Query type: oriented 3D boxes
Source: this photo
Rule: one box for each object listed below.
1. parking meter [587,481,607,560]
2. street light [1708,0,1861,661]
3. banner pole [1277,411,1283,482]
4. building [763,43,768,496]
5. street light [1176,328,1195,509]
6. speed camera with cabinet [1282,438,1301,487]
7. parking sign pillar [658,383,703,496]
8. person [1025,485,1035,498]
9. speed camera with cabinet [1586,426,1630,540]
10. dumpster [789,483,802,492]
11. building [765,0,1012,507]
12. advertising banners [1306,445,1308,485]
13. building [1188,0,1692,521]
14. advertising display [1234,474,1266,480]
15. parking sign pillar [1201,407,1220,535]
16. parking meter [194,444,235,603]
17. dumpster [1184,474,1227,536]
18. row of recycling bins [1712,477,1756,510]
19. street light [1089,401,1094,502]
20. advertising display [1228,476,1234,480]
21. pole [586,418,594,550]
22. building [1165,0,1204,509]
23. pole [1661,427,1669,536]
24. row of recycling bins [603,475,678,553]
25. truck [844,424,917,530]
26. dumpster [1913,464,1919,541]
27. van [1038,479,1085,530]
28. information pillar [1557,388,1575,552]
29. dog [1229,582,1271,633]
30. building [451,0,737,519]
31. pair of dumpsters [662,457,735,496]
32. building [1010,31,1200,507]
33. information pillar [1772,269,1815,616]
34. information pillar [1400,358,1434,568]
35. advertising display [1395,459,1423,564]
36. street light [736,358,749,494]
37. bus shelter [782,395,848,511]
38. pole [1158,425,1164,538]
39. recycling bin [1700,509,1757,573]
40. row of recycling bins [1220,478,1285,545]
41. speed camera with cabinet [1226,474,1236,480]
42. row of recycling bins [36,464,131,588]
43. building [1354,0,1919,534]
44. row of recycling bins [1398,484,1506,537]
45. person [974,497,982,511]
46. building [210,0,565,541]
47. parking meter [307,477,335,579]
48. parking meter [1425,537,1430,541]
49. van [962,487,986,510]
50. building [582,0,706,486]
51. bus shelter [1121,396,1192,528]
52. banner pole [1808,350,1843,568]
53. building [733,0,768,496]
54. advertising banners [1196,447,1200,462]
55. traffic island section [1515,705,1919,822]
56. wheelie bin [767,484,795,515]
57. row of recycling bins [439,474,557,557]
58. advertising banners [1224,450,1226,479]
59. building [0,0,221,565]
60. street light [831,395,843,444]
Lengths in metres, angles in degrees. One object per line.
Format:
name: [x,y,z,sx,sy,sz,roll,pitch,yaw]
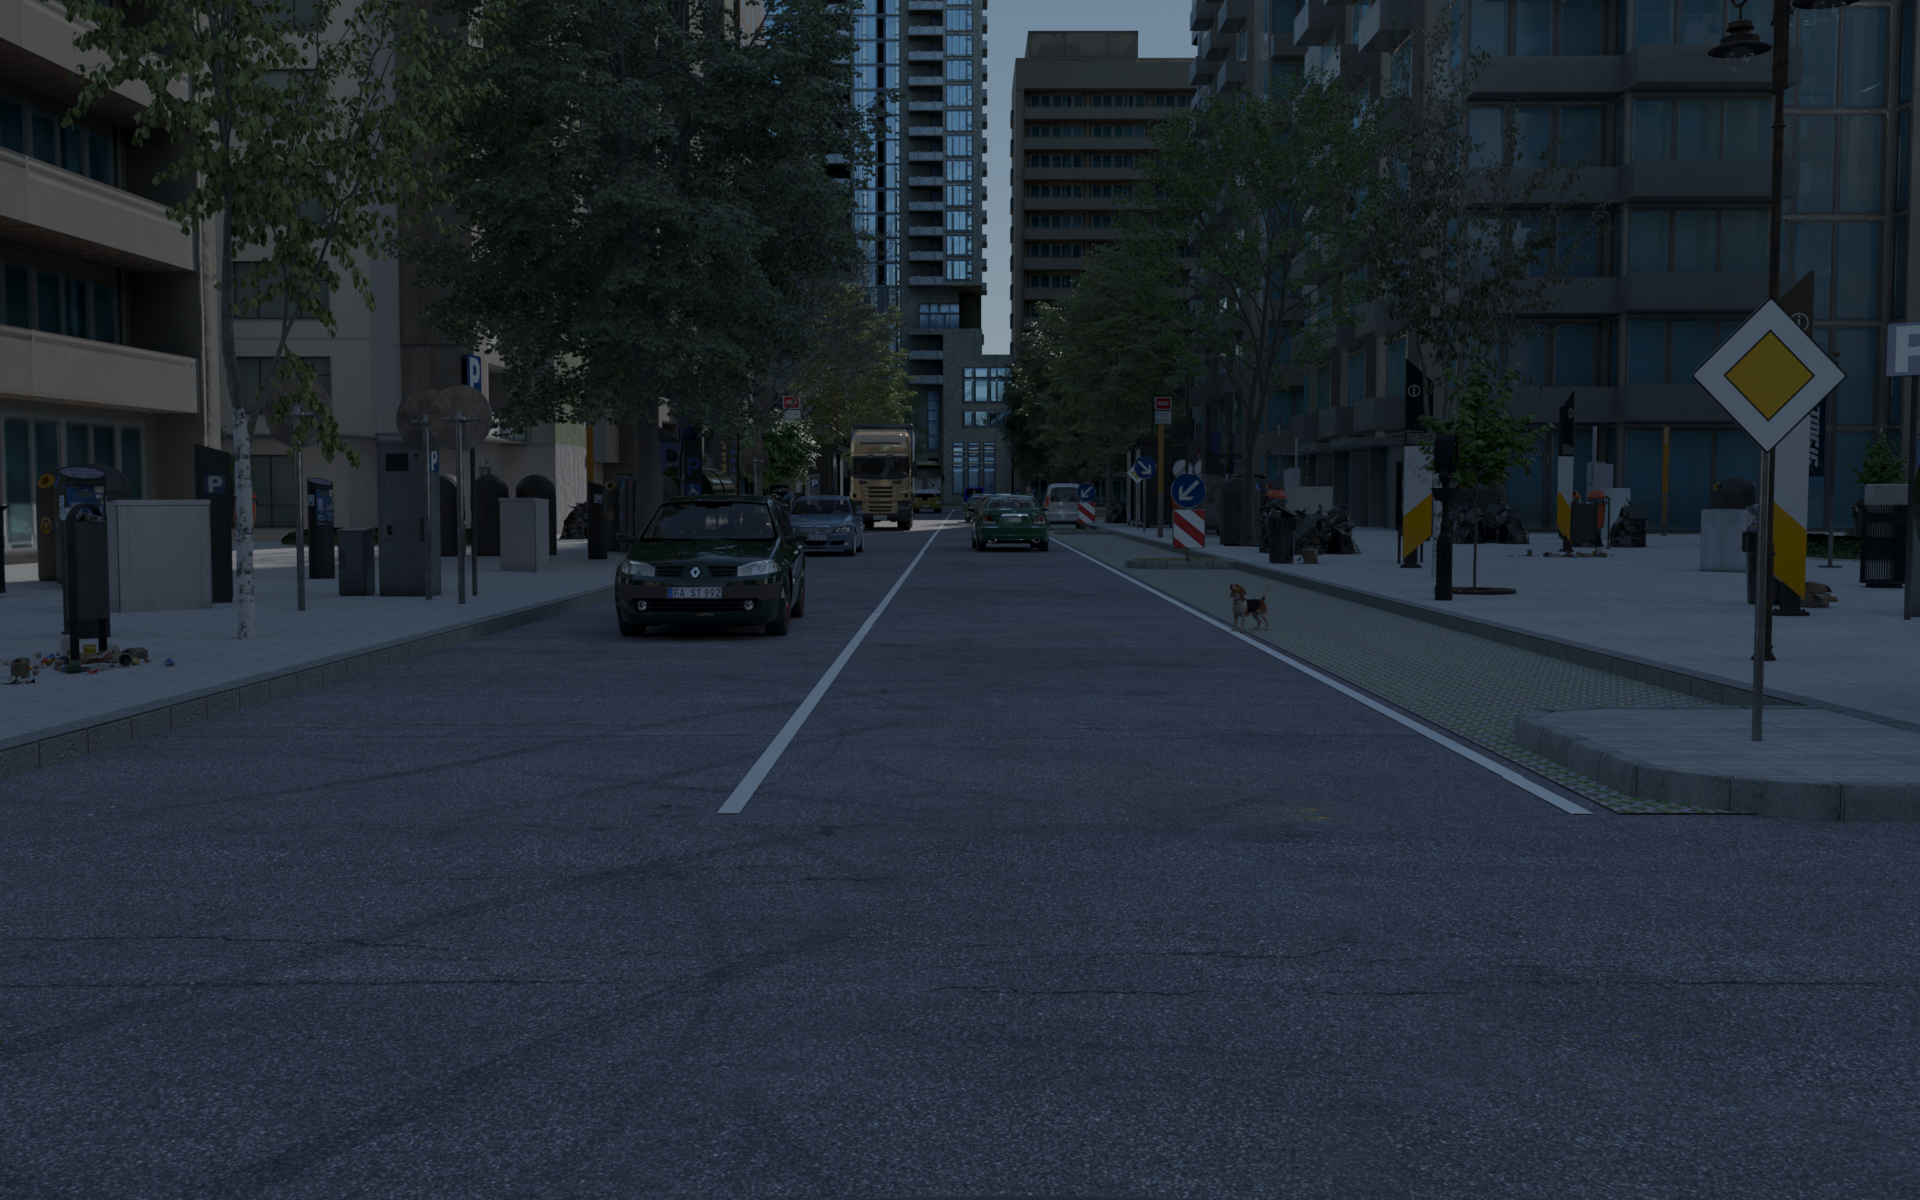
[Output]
parking meter: [-7.137,-1.569,34.069,0.372,1.533,0.369,0,3,0]
street light: [6.209,-2.472,13.203,0.468,5.910,1.993,0,4,0]
banner pole: [9.625,-3.807,52.256,0.401,3.779,0.863,1,4,16]
building: [-29.097,-29.719,140.527,28.867,44.769,22.147,0,4,0]
street light: [6.317,-4.610,48.163,0.468,5.910,1.993,0,4,0]
speed camera with cabinet: [11.832,-4.146,62.131,0.660,3.252,2.038,0,4,8]
parking sign pillar: [-6.318,-3.192,40.656,1.447,3.967,1.447,-1,4,-14]
person: [2.370,-3.150,60.757,0.760,1.731,0.466,2,4,35]
speed camera with cabinet: [18.593,-3.384,49.663,0.660,3.252,2.038,0,4,1]
dumpster: [-7.642,-4.584,80.700,1.264,1.857,1.865,0,4,0]
building: [-10.201,-53.296,184.067,31.000,86.520,22.319,0,4,0]
advertising banners: [12.571,-4.070,62.732,0.090,3.025,2.074,1,4,12]
building: [26.054,-29.709,105.345,23.786,49.044,30.456,0,4,0]
advertising display: [9.610,-3.177,57.155,0.974,1.923,0.123,2,4,31]
parking sign pillar: [7.835,-4.026,54.298,1.447,3.967,1.447,0,4,2]
parking meter: [-8.784,-0.900,20.431,0.399,1.863,0.255,-2,4,-33]
dumpster: [7.351,-2.809,51.681,1.264,1.857,1.865,0,3,0]
row of recycling bins: [19.400,-2.217,43.358,1.069,1.692,3.534,1,4,21]
street light: [6.359,-6.783,83.695,0.468,5.910,1.993,0,4,0]
advertising display: [10.025,-3.459,61.768,0.974,1.923,0.123,1,4,10]
pole: [-8.480,-2.806,39.724,0.158,3.312,0.155,0,3,0]
building: [26.598,-50.287,134.870,22.319,86.520,31.000,0,4,0]
pole: [21.452,-3.599,52.679,0.158,3.312,0.155,0,3,0]
row of recycling bins: [-6.931,-1.867,37.632,1.069,1.692,3.534,-2,4,-26]
truck: [-3.151,-5.056,71.584,2.839,4.237,11.283,0,4,-1]
dumpster: [6.722,-0.454,9.923,1.502,2.255,1.985,0,4,0]
van: [4.124,-3.802,69.171,2.013,2.044,4.112,0,4,1]
information pillar: [13.408,-2.872,38.314,0.504,3.616,0.183,-3,5,-39]
dog: [3.025,0.076,18.041,0.406,0.507,0.540,1,4,12]
building: [-21.467,-25.786,105.197,14.154,41.232,14.086,0,4,0]
pair of dumpsters: [-6.799,-2.562,44.377,1.574,2.255,4.437,0,4,0]
building: [16.101,-34.375,185.731,21.600,48.544,21.300,0,4,0]
information pillar: [8.669,-1.640,18.165,0.504,3.616,0.183,0,4,2]
information pillar: [7.905,-2.360,29.939,0.504,3.616,0.183,0,4,3]
advertising display: [8.387,-1.650,32.187,0.123,1.923,0.974,3,5,43]
street light: [-5.702,-4.382,44.440,0.468,5.910,1.993,0,4,0]
bus shelter: [-6.109,-5.838,73.083,2.179,5.291,8.768,0,4,0]
pole: [5.909,-3.495,50.994,0.158,3.312,0.155,0,3,0]
recycling bin: [12.770,-0.990,28.736,0.722,1.027,0.722,3,5,43]
row of recycling bins: [7.605,-2.328,45.180,1.069,1.692,3.534,2,4,27]
speed camera with cabinet: [13.011,-5.302,81.031,0.660,3.252,2.038,-1,4,-12]
row of recycling bins: [-12.443,-1.073,24.657,1.069,1.692,3.534,-2,4,-33]
building: [25.774,-27.432,68.115,23.786,49.044,30.456,0,4,0]
row of recycling bins: [14.703,-2.735,51.835,1.069,1.692,3.534,-3,5,-44]
person: [0.829,-3.592,71.508,0.475,1.303,0.640,-1,4,-12]
building: [-19.842,-22.538,52.094,14.154,41.232,14.086,0,4,0]
parking meter: [-9.689,-1.092,26.264,0.372,1.533,0.369,0,3,0]
parking meter: [12.621,-2.368,47.131,0.372,1.533,0.369,0,3,0]
van: [1.283,-9.273,156.005,2.240,2.365,5.245,0,3,0]
building: [-21.488,-19.537,91.127,14.160,30.474,14.107,0,4,0]
bus shelter: [7.630,-5.581,68.876,2.179,5.291,8.768,0,4,0]
banner pole: [15.100,-2.468,30.374,0.401,3.779,0.863,-2,4,-30]
building: [-21.057,-28.699,119.335,14.600,45.320,14.200,0,4,0]
advertising banners: [8.886,-4.116,63.486,0.090,3.025,2.074,0,4,-4]
traffic island section: [4.164,0.811,9.020,2.009,0.180,2.903,0,4,0]
wheelie bin: [-5.613,-2.823,54.066,0.980,1.594,0.693,-1,4,-18]
row of recycling bins: [-10.189,-1.766,35.989,3.534,1.692,1.069,-1,4,-12]
advertising banners: [10.438,-4.409,68.280,0.090,3.025,2.074,1,4,10]
building: [-26.850,-24.611,26.097,21.300,48.544,21.600,0,4,0]
street light: [-5.643,-6.531,79.570,0.468,5.910,1.993,0,4,0]
